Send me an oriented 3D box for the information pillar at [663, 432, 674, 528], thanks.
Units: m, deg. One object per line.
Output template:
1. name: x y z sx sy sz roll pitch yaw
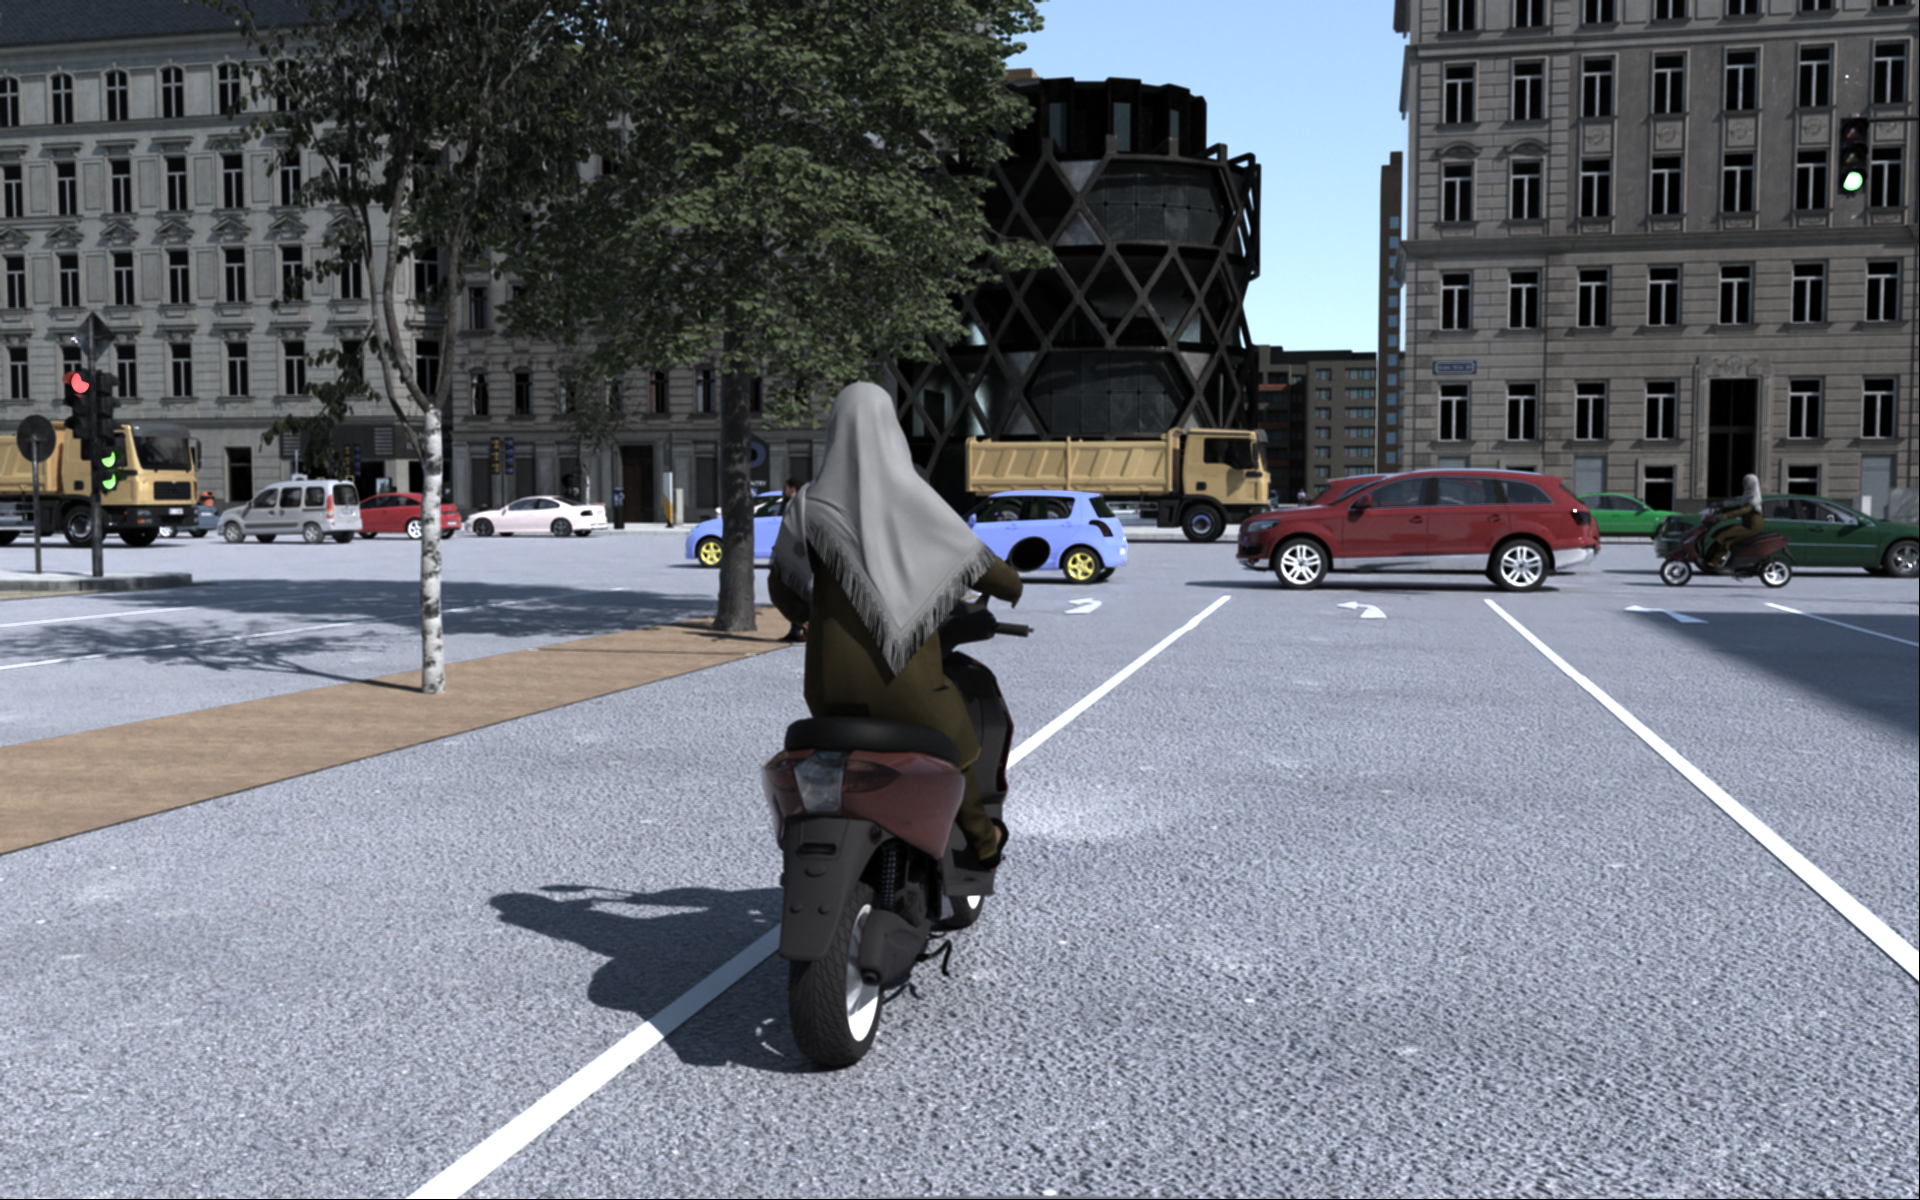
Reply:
1. information pillar: -11.127 -4.565 65.987 0.183 3.616 0.504 -3 5 -43

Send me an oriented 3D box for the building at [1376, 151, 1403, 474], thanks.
1. building: 62.445 -35.351 228.101 14.200 45.320 14.600 1 4 13

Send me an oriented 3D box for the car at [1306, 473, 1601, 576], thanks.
1. car: 8.883 -1.403 31.617 5.304 1.827 2.281 1 4 15

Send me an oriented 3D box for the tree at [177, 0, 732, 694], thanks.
1. tree: -3.737 -3.643 12.388 4.360 8.622 3.978 0 3 0

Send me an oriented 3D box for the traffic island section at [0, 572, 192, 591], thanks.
1. traffic island section: -13.358 -0.277 26.815 2.009 0.180 2.903 1 4 13

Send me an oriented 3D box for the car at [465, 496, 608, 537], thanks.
1. car: -14.290 -2.809 58.294 4.827 1.381 2.083 1 4 12

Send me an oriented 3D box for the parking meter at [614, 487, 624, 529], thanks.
1. parking meter: -12.470 -3.359 63.325 0.372 1.533 0.369 0 3 0

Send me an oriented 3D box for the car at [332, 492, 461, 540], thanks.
1. car: -18.172 -2.824 55.207 4.494 1.783 2.155 1 4 14

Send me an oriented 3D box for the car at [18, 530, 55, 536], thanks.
1. car: -32.656 -2.824 58.538 4.827 1.381 2.083 1 4 12

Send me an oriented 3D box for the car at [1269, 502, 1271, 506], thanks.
1. car: 25.259 -8.199 146.053 2.014 1.417 4.499 1 4 13

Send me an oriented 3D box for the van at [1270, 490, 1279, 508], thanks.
1. van: 31.162 -10.236 174.363 2.013 2.044 4.112 1 4 12

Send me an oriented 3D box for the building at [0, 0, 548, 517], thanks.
1. building: -42.819 -19.227 90.781 44.131 29.872 17.030 1 4 13

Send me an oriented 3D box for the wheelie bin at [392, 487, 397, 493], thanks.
1. wheelie bin: -23.744 -3.927 72.115 0.980 1.594 0.693 -1 4 -23

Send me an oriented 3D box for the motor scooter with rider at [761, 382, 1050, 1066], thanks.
1. motor scooter with rider: -0.139 0.244 4.977 0.876 1.779 1.986 1 4 12

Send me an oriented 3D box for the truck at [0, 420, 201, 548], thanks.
1. truck: -25.018 -3.139 47.253 9.791 3.379 3.469 1 4 12

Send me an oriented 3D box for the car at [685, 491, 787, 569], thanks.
1. car: -3.528 -1.481 33.804 3.694 1.707 1.945 1 4 13

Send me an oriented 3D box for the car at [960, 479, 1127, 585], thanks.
1. car: 0.873 -1.152 28.419 3.694 1.707 1.945 1 4 14

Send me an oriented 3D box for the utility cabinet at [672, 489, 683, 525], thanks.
1. utility cabinet: -11.619 -3.809 70.962 0.318 1.500 1.173 -1 4 -21

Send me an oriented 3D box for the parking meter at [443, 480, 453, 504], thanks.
1. parking meter: -21.353 -4.067 72.214 0.399 1.863 0.255 -1 4 -11

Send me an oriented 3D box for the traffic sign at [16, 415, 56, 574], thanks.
1. traffic sign: -14.836 -1.694 27.809 0.768 2.556 0.104 1 4 16

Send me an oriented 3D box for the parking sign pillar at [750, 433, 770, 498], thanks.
1. parking sign pillar: -7.651 -4.606 63.781 1.447 3.967 1.447 0 4 -6

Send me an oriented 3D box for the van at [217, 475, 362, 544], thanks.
1. van: -19.557 -2.654 50.403 4.112 2.044 2.013 1 4 15

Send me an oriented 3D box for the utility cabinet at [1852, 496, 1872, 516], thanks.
1. utility cabinet: 29.170 -2.746 56.056 0.306 1.237 1.020 3 5 43

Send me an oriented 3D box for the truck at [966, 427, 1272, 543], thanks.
1. truck: 5.185 -3.415 51.751 9.791 3.379 3.469 1 4 12

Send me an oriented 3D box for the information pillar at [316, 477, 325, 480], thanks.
1. information pillar: -28.344 -4.422 76.797 0.304 2.012 0.304 -3 4 -36

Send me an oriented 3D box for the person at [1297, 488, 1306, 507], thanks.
1. person: 24.024 -6.944 121.895 0.709 1.838 0.599 0 4 7

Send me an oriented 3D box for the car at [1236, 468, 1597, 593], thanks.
1. car: 6.886 -1.084 26.389 5.304 1.827 2.281 1 4 12

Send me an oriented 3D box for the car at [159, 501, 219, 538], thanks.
1. car: -26.713 -2.758 57.103 4.499 1.417 2.014 1 4 13

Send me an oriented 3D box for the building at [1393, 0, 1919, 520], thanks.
1. building: 30.509 -16.704 70.372 25.104 27.353 12.463 1 4 13

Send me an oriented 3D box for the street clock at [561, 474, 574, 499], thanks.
1. street clock: -14.003 -3.506 61.900 0.471 2.002 0.358 -2 4 -23

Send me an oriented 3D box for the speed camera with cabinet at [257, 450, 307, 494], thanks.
1. speed camera with cabinet: -30.202 -5.068 77.204 2.038 3.252 0.660 -3 4 -37

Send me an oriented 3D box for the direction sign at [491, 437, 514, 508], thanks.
1. direction sign: -18.209 -4.707 68.957 0.876 3.537 0.379 -1 4 -12

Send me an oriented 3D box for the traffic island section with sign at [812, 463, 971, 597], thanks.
1. traffic island section with sign: -0.894 -0.980 24.164 2.006 1.907 1.989 1 4 13

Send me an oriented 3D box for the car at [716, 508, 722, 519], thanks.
1. car: -3.162 -1.630 39.017 4.827 1.381 2.083 1 4 14

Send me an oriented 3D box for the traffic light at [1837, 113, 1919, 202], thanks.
1. traffic light: 12.834 -2.802 20.476 4.771 5.953 1.251 1 4 13

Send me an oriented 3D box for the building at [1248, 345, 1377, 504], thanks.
1. building: 42.681 -24.143 239.779 28.899 21.520 27.650 1 4 13

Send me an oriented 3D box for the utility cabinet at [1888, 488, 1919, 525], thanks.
1. utility cabinet: 33.353 -3.199 60.982 1.173 1.500 0.318 1 4 21

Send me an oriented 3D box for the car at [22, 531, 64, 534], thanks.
1. car: -33.401 -3.329 63.227 4.718 1.807 1.959 1 4 12

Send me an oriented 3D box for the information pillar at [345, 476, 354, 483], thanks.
1. information pillar: -24.752 -4.021 70.243 0.304 2.012 0.304 -2 4 -31

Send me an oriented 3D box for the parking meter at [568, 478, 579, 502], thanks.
1. parking meter: -13.642 -3.395 61.221 0.255 1.863 0.399 -3 4 -37

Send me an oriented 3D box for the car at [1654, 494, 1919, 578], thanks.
1. car: 14.930 -1.153 30.646 4.920 1.459 2.131 1 4 14

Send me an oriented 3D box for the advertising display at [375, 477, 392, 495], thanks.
1. advertising display: -22.340 -3.791 67.194 0.974 1.923 0.123 3 5 39

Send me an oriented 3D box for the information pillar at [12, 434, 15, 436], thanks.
1. information pillar: -36.619 -4.613 66.781 0.504 3.616 0.183 -1 4 -16

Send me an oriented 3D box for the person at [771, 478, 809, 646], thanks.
1. person: -1.603 -0.370 16.505 0.435 1.587 0.963 -1 4 -12

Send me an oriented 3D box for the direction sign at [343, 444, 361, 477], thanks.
1. direction sign: -27.394 -5.266 78.102 0.876 3.537 0.379 1 4 15

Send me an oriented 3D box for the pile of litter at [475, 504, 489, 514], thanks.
1. pile of litter: -20.580 -3.754 75.335 1.719 0.858 1.176 -2 4 -24

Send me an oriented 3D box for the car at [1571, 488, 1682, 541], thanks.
1. car: 19.061 -2.544 50.398 4.718 1.807 1.959 1 4 13

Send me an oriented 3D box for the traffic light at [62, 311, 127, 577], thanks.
1. traffic light: -13.322 -2.309 26.671 0.839 4.253 0.868 1 4 13

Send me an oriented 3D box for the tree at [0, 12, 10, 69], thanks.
1. tree: -5.958 -5.825 5.127 7.806 13.903 7.818 0 3 0

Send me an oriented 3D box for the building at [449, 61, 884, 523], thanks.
1. building: -13.218 -14.134 80.248 18.267 20.994 9.793 1 4 13

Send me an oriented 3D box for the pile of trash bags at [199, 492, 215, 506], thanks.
1. pile of trash bags: -31.542 -3.702 70.281 1.912 1.369 3.447 1 4 16

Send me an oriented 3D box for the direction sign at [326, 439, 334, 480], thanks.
1. direction sign: -25.946 -4.855 71.369 0.379 3.537 0.876 0 4 -2

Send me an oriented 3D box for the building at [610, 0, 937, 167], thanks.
1. building: -14.633 -31.339 136.091 21.300 48.544 21.600 1 4 13

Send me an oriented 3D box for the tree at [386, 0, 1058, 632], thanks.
1. tree: -2.342 -5.965 18.116 7.486 12.596 7.792 0 3 0

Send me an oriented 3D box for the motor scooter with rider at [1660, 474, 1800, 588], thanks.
1. motor scooter with rider: 11.831 -1.079 26.612 1.986 1.779 0.876 1 4 15

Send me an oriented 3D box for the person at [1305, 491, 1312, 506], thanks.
1. person: 29.612 -8.486 147.963 1.217 1.735 0.721 1 4 20

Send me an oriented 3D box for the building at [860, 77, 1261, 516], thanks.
1. building: 5.257 -12.954 79.257 16.811 18.784 16.820 1 4 13

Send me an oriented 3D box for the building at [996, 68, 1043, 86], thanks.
1. building: -0.119 -43.032 245.566 28.212 58.520 21.231 1 4 13

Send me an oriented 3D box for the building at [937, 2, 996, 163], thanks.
1. building: -8.379 -44.313 162.771 20.611 71.187 20.563 1 4 13
